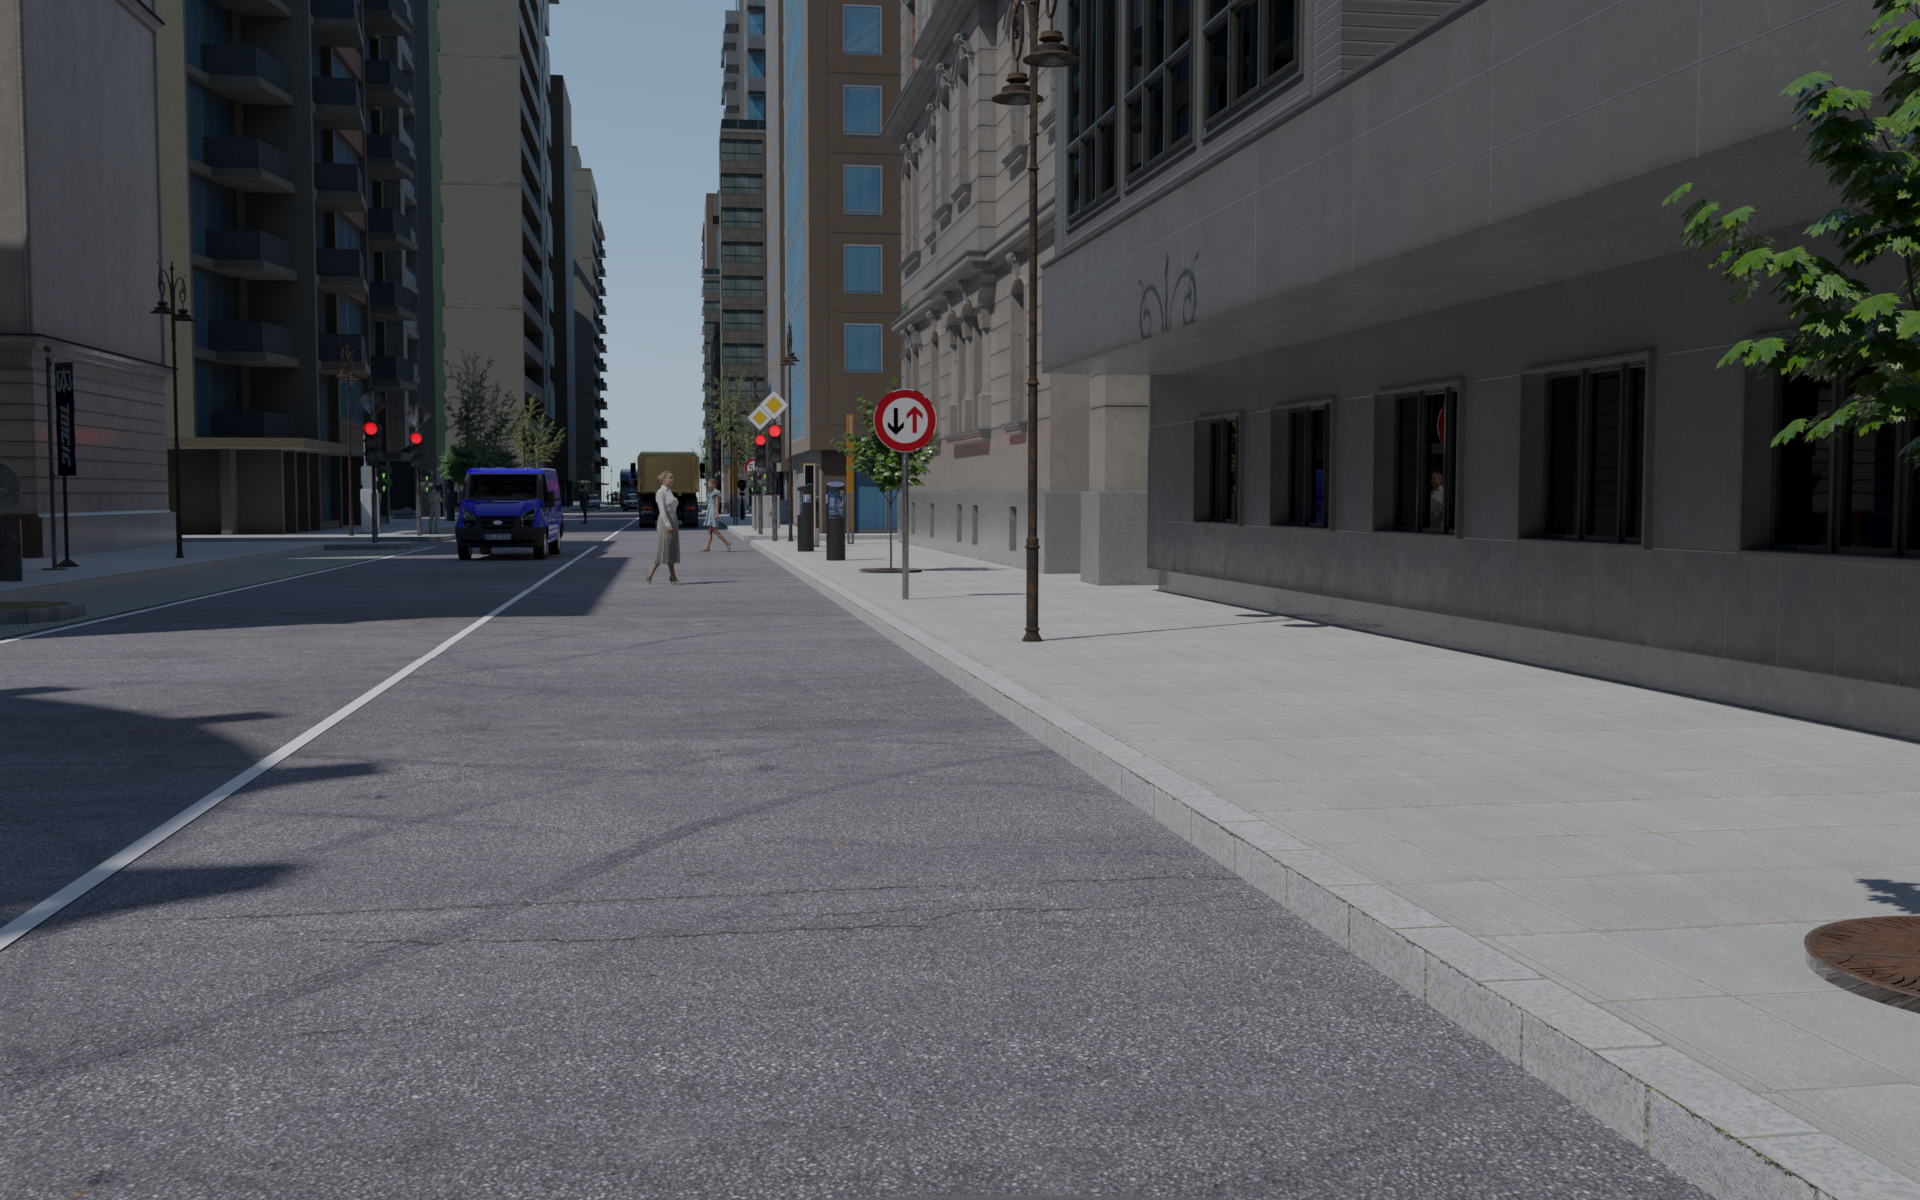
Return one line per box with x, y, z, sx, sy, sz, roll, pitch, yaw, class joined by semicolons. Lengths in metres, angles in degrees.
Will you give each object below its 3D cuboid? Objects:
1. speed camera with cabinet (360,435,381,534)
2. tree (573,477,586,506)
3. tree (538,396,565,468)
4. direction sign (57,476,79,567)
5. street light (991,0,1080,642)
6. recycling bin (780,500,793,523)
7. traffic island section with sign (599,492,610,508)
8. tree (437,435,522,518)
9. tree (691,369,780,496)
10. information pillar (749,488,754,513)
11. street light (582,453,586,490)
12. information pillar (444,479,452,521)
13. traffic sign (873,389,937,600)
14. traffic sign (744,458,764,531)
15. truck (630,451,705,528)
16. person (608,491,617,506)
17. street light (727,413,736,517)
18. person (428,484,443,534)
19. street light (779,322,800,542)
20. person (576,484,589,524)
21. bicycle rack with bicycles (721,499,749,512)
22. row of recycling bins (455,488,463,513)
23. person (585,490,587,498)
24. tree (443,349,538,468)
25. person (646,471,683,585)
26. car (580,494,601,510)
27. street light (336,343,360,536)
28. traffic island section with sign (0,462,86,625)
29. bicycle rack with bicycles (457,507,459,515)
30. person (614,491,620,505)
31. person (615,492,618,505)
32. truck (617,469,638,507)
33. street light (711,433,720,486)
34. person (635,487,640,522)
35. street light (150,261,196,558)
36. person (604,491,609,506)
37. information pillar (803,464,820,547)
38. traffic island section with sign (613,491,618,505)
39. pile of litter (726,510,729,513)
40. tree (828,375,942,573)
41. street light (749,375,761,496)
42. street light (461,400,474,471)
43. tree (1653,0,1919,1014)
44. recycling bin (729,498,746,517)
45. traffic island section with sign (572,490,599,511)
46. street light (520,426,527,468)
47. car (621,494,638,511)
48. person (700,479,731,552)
-19.391;-3.834;57.027;0.660;3.252;2.038;-1;4;-16;speed camera with cabinet
-43.045;-12.203;194.126;1.663;3.219;1.824;0;3;0;tree
-30.787;-10.653;124.546;4.737;8.622;4.395;0;3;0;tree
-15.737;-2.350;30.426;0.379;3.537;0.876;-2;4;-34;direction sign
0.630;-2.577;14.916;0.468;5.910;1.993;-1;4;-9;street light
-7.660;-3.898;76.286;0.722;1.027;0.722;1;4;13;recycling bin
-37.069;-10.309;177.176;1.989;1.847;2.006;-1;4;-9;traffic island section with sign
-26.357;-6.689;93.080;4.285;4.588;4.351;0;3;0;tree
-13.046;-9.309;102.564;4.737;8.622;4.395;0;3;0;tree
-14.444;-7.069;120.076;0.304;2.012;0.304;2;4;26;information pillar
-41.375;-13.332;190.765;0.468;5.910;1.993;-1;4;-9;street light
-24.569;-4.815;83.220;0.304;2.012;0.304;-2;4;-34;information pillar
-0.662;-1.280;21.026;0.768;2.556;0.104;0;4;-1;traffic sign
-7.149;-3.694;60.506;0.768;2.556;0.104;0;4;-2;traffic sign
-13.057;-4.990;77.511;3.469;3.379;9.791;-1;4;-10;truck
-39.875;-11.623;198.514;1.348;1.826;0.705;-2;4;-31;person
-12.813;-7.600;97.050;0.468;5.910;1.993;-1;4;-9;street light
-18.551;-3.216;61.261;0.511;1.800;0.466;0;4;5;person
-4.586;-4.523;46.732;0.468;5.910;1.993;-1;4;-9;street light
-18.339;-4.667;84.171;0.474;1.900;0.648;1;4;16;person
-16.323;-6.891;126.054;2.925;0.926;2.852;-1;4;-21;bicycle rack with bicycles
-33.529;-6.712;116.861;3.534;1.692;1.069;-1;4;-11;row of recycling bins
-31.024;-8.231;143.803;0.721;1.735;1.217;0;4;8;person
-24.330;-8.417;87.973;4.737;8.622;4.395;0;3;0;tree
-4.698;-1.144;27.427;0.641;1.798;0.478;2;4;25;person
-33.561;-8.889;157.340;2.014;1.417;4.499;-1;4;-11;car
-18.721;-4.912;53.106;0.468;5.910;1.993;-1;4;-9;street light
-11.125;-0.671;19.591;1.989;1.847;2.006;-1;4;-9;traffic island section with sign
-33.118;-6.520;119.987;2.925;0.926;2.852;3;4;36;bicycle rack with bicycles
-43.295;-12.914;219.732;0.705;1.812;1.348;3;5;41;person
-45.643;-13.531;230.658;0.541;1.710;0.530;-1;4;-20;person
-36.348;-12.377;192.120;2.967;4.110;18.799;-1;4;-10;truck
-18.008;-9.529;128.594;0.468;5.910;1.993;-1;4;-9;street light
-16.226;-4.875;88.182;0.580;1.828;0.573;0;4;2;person
-15.663;-3.780;34.590;0.468;5.910;1.993;-1;4;-9;street light
-41.187;-11.784;201.693;0.750;1.759;0.617;0;4;1;person
-3.592;-2.291;41.944;0.304;2.012;0.304;1;4;16;information pillar
-46.318;-13.745;233.354;1.989;1.847;2.006;-1;4;-9;traffic island section with sign
-15.231;-6.270;116.478;1.176;0.858;1.719;1;4;17;pile of litter
-1.025;-2.062;28.321;1.663;3.219;1.824;0;3;0;tree
-7.789;-5.699;65.972;0.468;5.910;1.993;-1;4;-9;street light
-23.895;-6.809;84.114;0.468;5.910;1.993;-1;4;-9;street light
2.658;-0.603;4.467;1.663;3.219;1.824;0;3;0;tree
-12.734;-5.298;99.177;0.722;1.027;0.722;-3;4;-37;recycling bin
-32.585;-8.647;150.000;1.989;1.847;2.006;-1;4;-9;traffic island section with sign
-28.945;-8.707;115.142;0.468;5.910;1.993;-1;4;-9;street light
-27.209;-8.243;144.567;2.009;1.686;4.222;0;4;-8;car
-6.069;-2.099;42.920;0.778;1.811;0.616;0;4;-5;person
